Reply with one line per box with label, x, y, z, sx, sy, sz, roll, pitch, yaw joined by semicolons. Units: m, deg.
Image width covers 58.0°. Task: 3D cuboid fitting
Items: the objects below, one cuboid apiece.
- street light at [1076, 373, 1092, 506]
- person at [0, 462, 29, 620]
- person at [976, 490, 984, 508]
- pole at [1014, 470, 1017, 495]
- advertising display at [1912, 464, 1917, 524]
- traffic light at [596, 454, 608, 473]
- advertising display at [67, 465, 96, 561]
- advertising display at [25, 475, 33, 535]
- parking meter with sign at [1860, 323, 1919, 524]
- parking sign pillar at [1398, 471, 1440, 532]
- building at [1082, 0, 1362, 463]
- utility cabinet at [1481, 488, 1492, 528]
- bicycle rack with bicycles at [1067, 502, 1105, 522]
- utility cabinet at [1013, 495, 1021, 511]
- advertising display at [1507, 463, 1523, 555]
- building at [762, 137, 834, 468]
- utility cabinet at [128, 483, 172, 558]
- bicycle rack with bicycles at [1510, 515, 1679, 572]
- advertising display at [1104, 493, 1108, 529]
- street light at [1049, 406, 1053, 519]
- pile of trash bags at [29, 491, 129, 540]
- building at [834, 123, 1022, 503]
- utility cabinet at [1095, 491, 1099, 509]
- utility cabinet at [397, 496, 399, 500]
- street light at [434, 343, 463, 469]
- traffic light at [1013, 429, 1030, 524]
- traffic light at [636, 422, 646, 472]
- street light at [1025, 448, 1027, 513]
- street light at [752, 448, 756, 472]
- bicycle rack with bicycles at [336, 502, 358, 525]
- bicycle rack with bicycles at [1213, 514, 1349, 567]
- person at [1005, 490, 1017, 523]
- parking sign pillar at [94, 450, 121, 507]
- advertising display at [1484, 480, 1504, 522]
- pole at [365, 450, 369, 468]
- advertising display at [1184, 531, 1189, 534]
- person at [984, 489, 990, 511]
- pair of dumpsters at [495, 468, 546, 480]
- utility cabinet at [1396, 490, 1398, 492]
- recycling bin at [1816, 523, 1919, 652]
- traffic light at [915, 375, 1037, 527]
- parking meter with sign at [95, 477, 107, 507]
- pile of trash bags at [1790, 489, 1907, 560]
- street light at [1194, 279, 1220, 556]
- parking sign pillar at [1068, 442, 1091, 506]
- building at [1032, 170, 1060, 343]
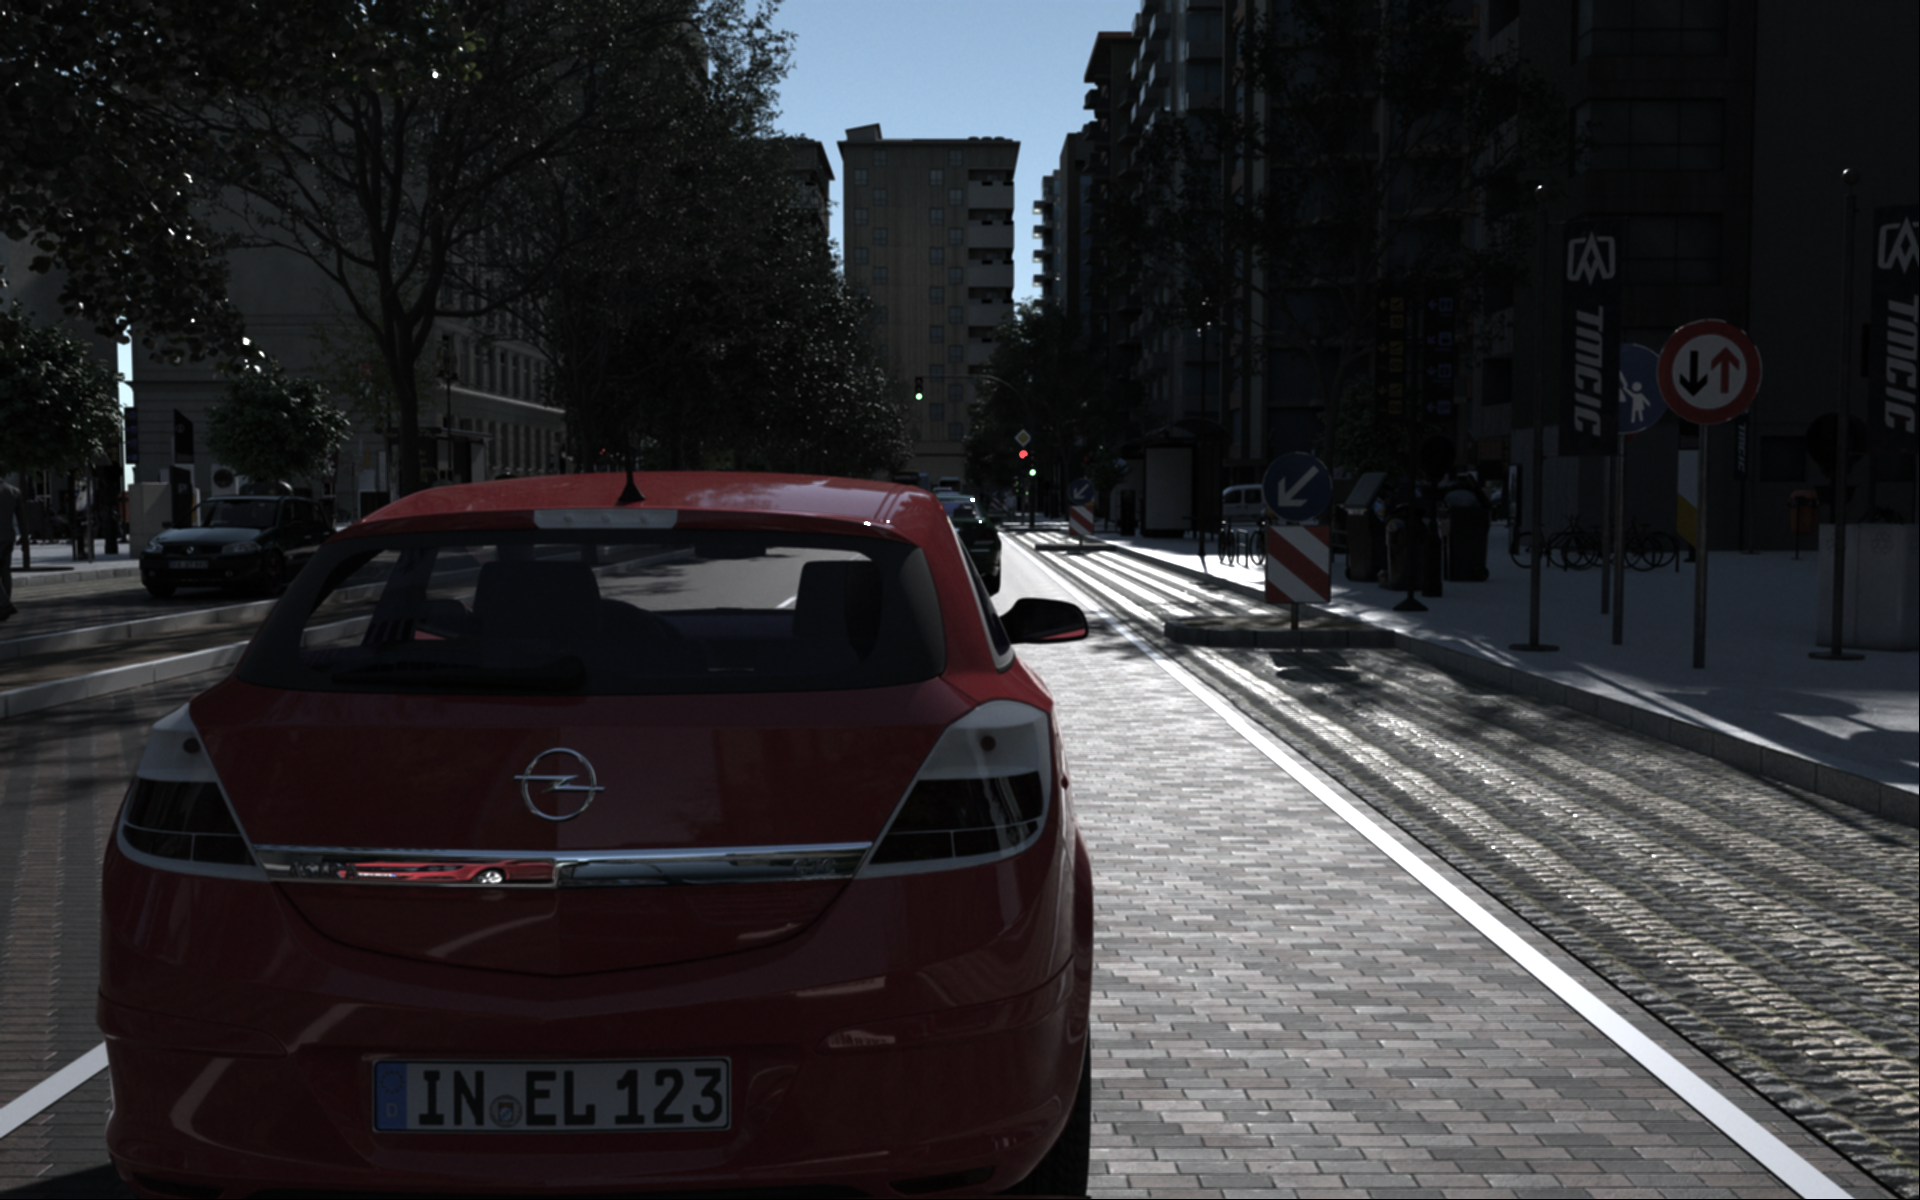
street light;4.725;-5.712;66.183;0.468;5.910;1.993;0;4;0
person;-11.071;-0.688;19.868;0.853;1.813;0.709;1;4;20
person;2.193;-10.007;172.129;1.348;1.822;0.705;-1;4;-8
pole;4.693;-9.294;145.803;0.158;3.312;0.155;0;3;0
advertising display;20.722;-1.924;36.676;0.974;1.923;0.123;1;4;14
traffic light;-13.715;-4.744;66.489;0.839;4.253;0.868;0;4;0
advertising display;-17.101;-1.745;33.747;0.123;1.923;0.974;0;4;-5
advertising display;-29.220;-3.003;54.319;0.123;1.923;0.974;-3;4;-37
parking meter with sign;9.947;-1.282;17.230;0.543;3.016;1.738;-3;5;-41
parking sign pillar;15.575;-4.304;58.846;1.447;3.967;1.447;2;4;27
building;23.135;-31.174;164.318;22.147;44.769;28.867;0;4;0
utility cabinet;19.117;-3.393;64.159;1.173;1.500;0.318;-1;4;-22
bicycle rack with bicycles;6.431;-4.078;80.054;2.925;0.926;2.852;-2;4;-34
utility cabinet;4.456;-7.427;132.600;1.020;1.237;0.306;2;4;27
advertising display;11.759;-1.927;36.719;0.123;1.923;0.974;0;4;7
building;-30.797;-40.699;254.666;27.495;52.752;28.713;0;4;0
utility cabinet;-16.299;-1.601;34.862;0.318;1.500;1.173;0;4;2
bicycle rack with bicycles;10.930;-0.991;29.591;2.925;0.926;2.852;1;4;11
advertising display;5.362;-3.564;63.482;0.123;1.923;0.974;0;4;4
street light;4.648;-7.047;88.006;0.468;5.910;1.993;0;4;0
pile of trash bags;-24.969;-2.459;49.962;1.912;1.369;3.447;1;4;12
building;-3.301;-40.693;254.561;27.495;52.752;28.713;0;4;0
utility cabinet;9.339;-6.984;122.872;1.173;1.500;0.318;-1;4;-14
utility cabinet;-40.419;-6.939;124.621;1.020;1.237;0.306;2;4;27
street light;-15.662;-4.914;53.136;0.468;5.910;1.993;0;4;0
traffic light;2.702;-5.239;74.580;0.839;4.253;0.868;0;4;0
traffic light;-11.668;-6.107;74.520;4.771;5.953;1.251;0;4;0
street light;4.516;-8.926;118.730;0.468;5.910;1.993;0;4;0
street light;-16.083;-10.002;136.313;0.468;5.910;1.993;0;4;0
bicycle rack with bicycles;-27.541;-3.796;75.441;2.925;0.926;2.852;-2;4;-24
bicycle rack with bicycles;5.879;-1.099;31.347;2.852;0.926;2.925;0;4;5
person;2.390;-4.345;81.348;0.589;1.601;0.330;1;4;14
parking sign pillar;-42.754;-6.008;86.707;1.447;3.967;1.447;2;4;28
advertising display;24.823;-4.607;80.544;0.123;1.923;0.974;-3;5;-39
pole;-27.354;-5.269;79.984;0.158;3.312;0.155;0;3;0
advertising display;7.102;-3.086;55.664;0.123;1.923;0.974;-2;4;-27
person;2.095;-7.629;133.409;0.419;1.800;0.721;2;4;28
pair of dumpsters;-16.126;-3.744;63.708;1.574;2.255;4.437;0;4;0
utility cabinet;20.008;-4.336;79.574;1.173;1.500;0.318;2;4;33
recycling bin;7.702;-0.120;14.508;0.722;1.027;0.722;-3;4;-36
traffic light;0.654;-5.613;66.442;4.771;5.953;1.251;0;4;0
parking meter with sign;-73.467;-9.279;147.964;0.543;3.016;1.738;-3;5;-40
pile of trash bags;17.448;-1.414;32.879;1.912;1.369;3.447;-3;5;-41
street light;5.026;-3.856;35.830;0.468;5.910;1.993;0;4;0
parking sign pillar;6.043;-6.050;87.397;1.447;3.967;1.447;-1;4;-10
building;25.733;-38.696;252.285;30.456;49.044;23.786;0;4;0
